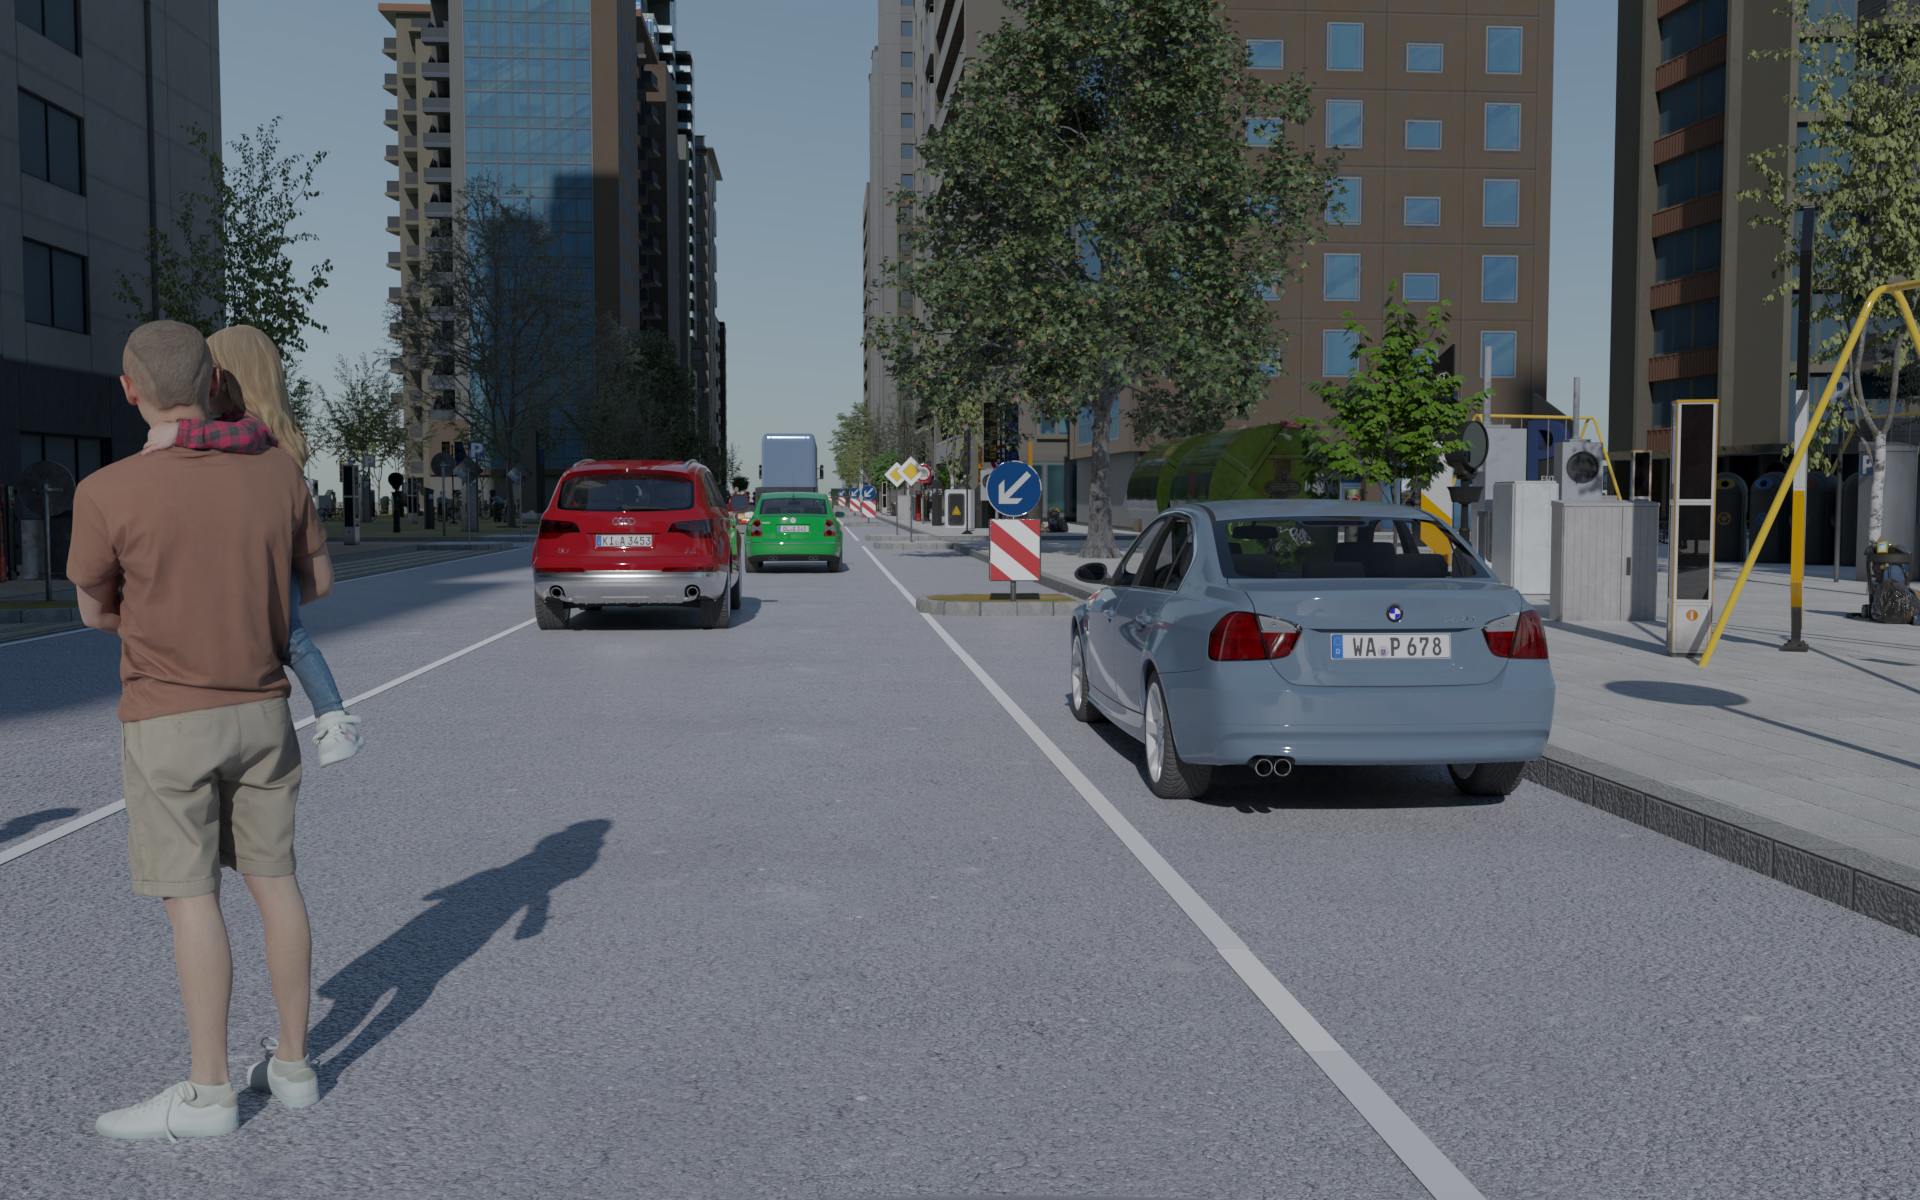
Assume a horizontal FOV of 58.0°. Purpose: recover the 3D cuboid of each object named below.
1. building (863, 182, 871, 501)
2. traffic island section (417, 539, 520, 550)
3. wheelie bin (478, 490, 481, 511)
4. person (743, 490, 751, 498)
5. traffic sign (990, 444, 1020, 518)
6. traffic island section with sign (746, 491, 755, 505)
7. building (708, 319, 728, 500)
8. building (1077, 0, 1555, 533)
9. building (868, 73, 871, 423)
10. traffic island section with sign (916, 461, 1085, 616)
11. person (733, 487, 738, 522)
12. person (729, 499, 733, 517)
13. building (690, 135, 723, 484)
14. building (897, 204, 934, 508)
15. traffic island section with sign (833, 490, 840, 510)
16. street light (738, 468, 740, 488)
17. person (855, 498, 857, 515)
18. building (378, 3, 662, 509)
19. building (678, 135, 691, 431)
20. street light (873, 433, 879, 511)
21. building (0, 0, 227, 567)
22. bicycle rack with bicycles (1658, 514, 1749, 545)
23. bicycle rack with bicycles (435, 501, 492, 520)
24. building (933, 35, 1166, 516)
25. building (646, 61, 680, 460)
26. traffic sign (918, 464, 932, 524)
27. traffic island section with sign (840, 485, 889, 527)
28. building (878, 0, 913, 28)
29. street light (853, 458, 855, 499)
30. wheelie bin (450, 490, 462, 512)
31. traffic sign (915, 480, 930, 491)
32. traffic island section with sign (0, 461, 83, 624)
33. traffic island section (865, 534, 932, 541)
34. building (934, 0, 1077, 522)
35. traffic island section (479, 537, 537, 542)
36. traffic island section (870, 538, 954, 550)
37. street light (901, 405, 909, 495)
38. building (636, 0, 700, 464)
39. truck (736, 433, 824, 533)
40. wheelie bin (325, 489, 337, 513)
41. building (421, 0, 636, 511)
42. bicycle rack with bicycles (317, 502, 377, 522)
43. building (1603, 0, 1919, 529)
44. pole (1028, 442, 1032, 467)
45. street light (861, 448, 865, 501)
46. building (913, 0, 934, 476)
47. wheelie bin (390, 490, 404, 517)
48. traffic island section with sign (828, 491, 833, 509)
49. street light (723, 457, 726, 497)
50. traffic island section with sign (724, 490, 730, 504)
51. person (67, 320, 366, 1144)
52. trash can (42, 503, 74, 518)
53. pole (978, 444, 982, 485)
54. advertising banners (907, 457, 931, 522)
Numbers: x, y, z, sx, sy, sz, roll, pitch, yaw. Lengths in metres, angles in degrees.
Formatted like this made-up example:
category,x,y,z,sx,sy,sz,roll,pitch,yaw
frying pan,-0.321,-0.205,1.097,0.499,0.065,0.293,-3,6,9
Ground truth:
category,x,y,z,sx,sy,sz,roll,pitch,yaw
building,-3.332,-38.658,255.755,21.300,48.544,21.600,0,4,-5
traffic island section,-12.829,-1.401,45.188,2.009,0.180,2.903,0,4,-5
wheelie bin,-35.222,-7.244,126.339,0.980,1.594,0.693,-1,4,-13
person,-22.322,-10.494,180.037,1.348,1.831,0.705,-2,4,-27
traffic sign,1.131,-2.678,43.895,0.768,2.556,0.104,0,4,-4
traffic island section with sign,-30.976,-15.496,261.980,1.989,1.847,2.006,0,4,-5
building,-44.942,-31.011,278.729,14.160,30.474,14.107,0,4,-5
building,12.074,-25.277,63.382,14.200,45.320,14.600,0,4,-5
building,-1.478,-42.120,230.658,21.231,58.520,28.212,0,4,-5
traffic island section with sign,0.472,-0.774,21.290,1.989,1.847,2.006,0,4,-5
person,-11.808,-4.924,89.218,0.699,1.804,1.509,3,4,36
person,-8.699,-3.190,65.340,0.352,1.250,0.332,-3,4,-36
building,-50.039,-40.823,256.690,28.713,52.752,27.495,0,4,-5
building,0.827,-24.215,167.622,14.160,30.474,14.107,0,4,-5
traffic island section with sign,-6.417,-5.810,103.628,1.989,1.847,2.006,0,4,-5
street light,-32.067,-17.041,251.414,0.468,5.910,1.993,0,4,-5
person,-7.012,-6.307,115.895,0.425,1.301,0.394,1,4,13
building,-38.498,-30.573,154.490,22.147,44.769,28.867,0,4,-5
building,-37.263,-31.033,190.991,14.154,41.232,14.086,0,4,-5
street light,-6.220,-9.534,128.661,0.468,5.910,1.993,0,4,-5
building,-27.392,-36.275,31.356,20.611,71.187,20.563,0,4,-5
bicycle rack with bicycles,18.715,-1.836,43.400,2.852,0.926,2.925,-3,4,-37
bicycle rack with bicycles,-25.147,-4.467,86.414,2.925,0.926,2.852,0,4,6
building,5.570,-28.797,120.948,14.600,45.320,14.200,0,4,-5
building,-36.104,-32.179,176.242,14.600,45.320,14.200,0,4,-5
traffic sign,-1.574,-4.516,73.949,0.768,2.556,0.104,0,4,-1
traffic island section with sign,-4.174,-4.167,76.766,1.989,1.847,2.006,0,4,-5
building,1.673,-39.513,188.030,21.231,58.520,28.212,0,4,-5
street light,-12.556,-14.195,204.876,0.468,5.910,1.993,0,4,-5
wheelie bin,-36.254,-7.157,124.932,0.693,1.594,0.980,2,4,31
traffic sign,-1.861,-5.003,81.807,0.884,2.594,0.081,0,3,0
traffic island section with sign,-10.733,-0.693,19.966,1.989,1.847,2.006,0,4,-5
traffic island section,-1.944,-1.946,54.104,2.009,0.180,2.903,0,4,-5
building,10.000,-28.463,89.069,21.300,48.544,21.600,0,4,-5
traffic island section,-13.495,-1.888,53.146,2.009,0.180,2.903,0,4,-5
traffic island section,-1.278,-1.460,46.147,2.009,0.180,2.903,0,4,-5
street light,-2.871,-7.147,89.645,0.468,5.910,1.993,0,4,-5
building,-44.706,-55.885,226.383,22.319,86.520,31.000,0,4,-5
truck,-7.280,-4.969,70.995,2.967,4.110,18.799,0,4,-3
wheelie bin,-43.353,-6.810,119.250,0.980,1.594,0.693,3,4,36
building,-32.458,-29.560,133.409,14.600,45.320,14.200,0,4,-5
bicycle rack with bicycles,-28.894,-4.156,81.337,2.925,0.926,2.852,-2,4,-28
building,41.187,-25.384,69.651,28.867,44.769,22.147,0,4,-5
pole,2.751,-4.549,68.211,0.158,3.312,0.155,0,3,0
street light,-9.223,-11.763,165.104,0.468,5.910,1.993,0,4,-5
building,10.127,-34.107,146.883,28.713,52.752,27.495,0,4,-5
wheelie bin,-31.093,-5.376,95.803,0.693,1.594,0.980,-2,4,-30
traffic island section with sign,-10.604,-8.872,153.688,1.989,1.847,2.006,0,4,-5
street light,-28.891,-14.662,212.503,0.468,5.910,1.993,0,4,-5
traffic island section with sign,-24.069,-10.440,179.327,1.989,1.847,2.006,0,4,-5
person,-1.701,0.272,4.021,0.573,1.828,0.580,0,4,-6
trash can,-14.613,-1.014,28.233,0.748,1.137,0.748,0,3,0
pole,0.815,-4.660,70.039,0.158,3.312,0.155,0,3,0
advertising banners,-1.924,-5.172,80.752,0.090,3.025,2.074,-2,4,-32
